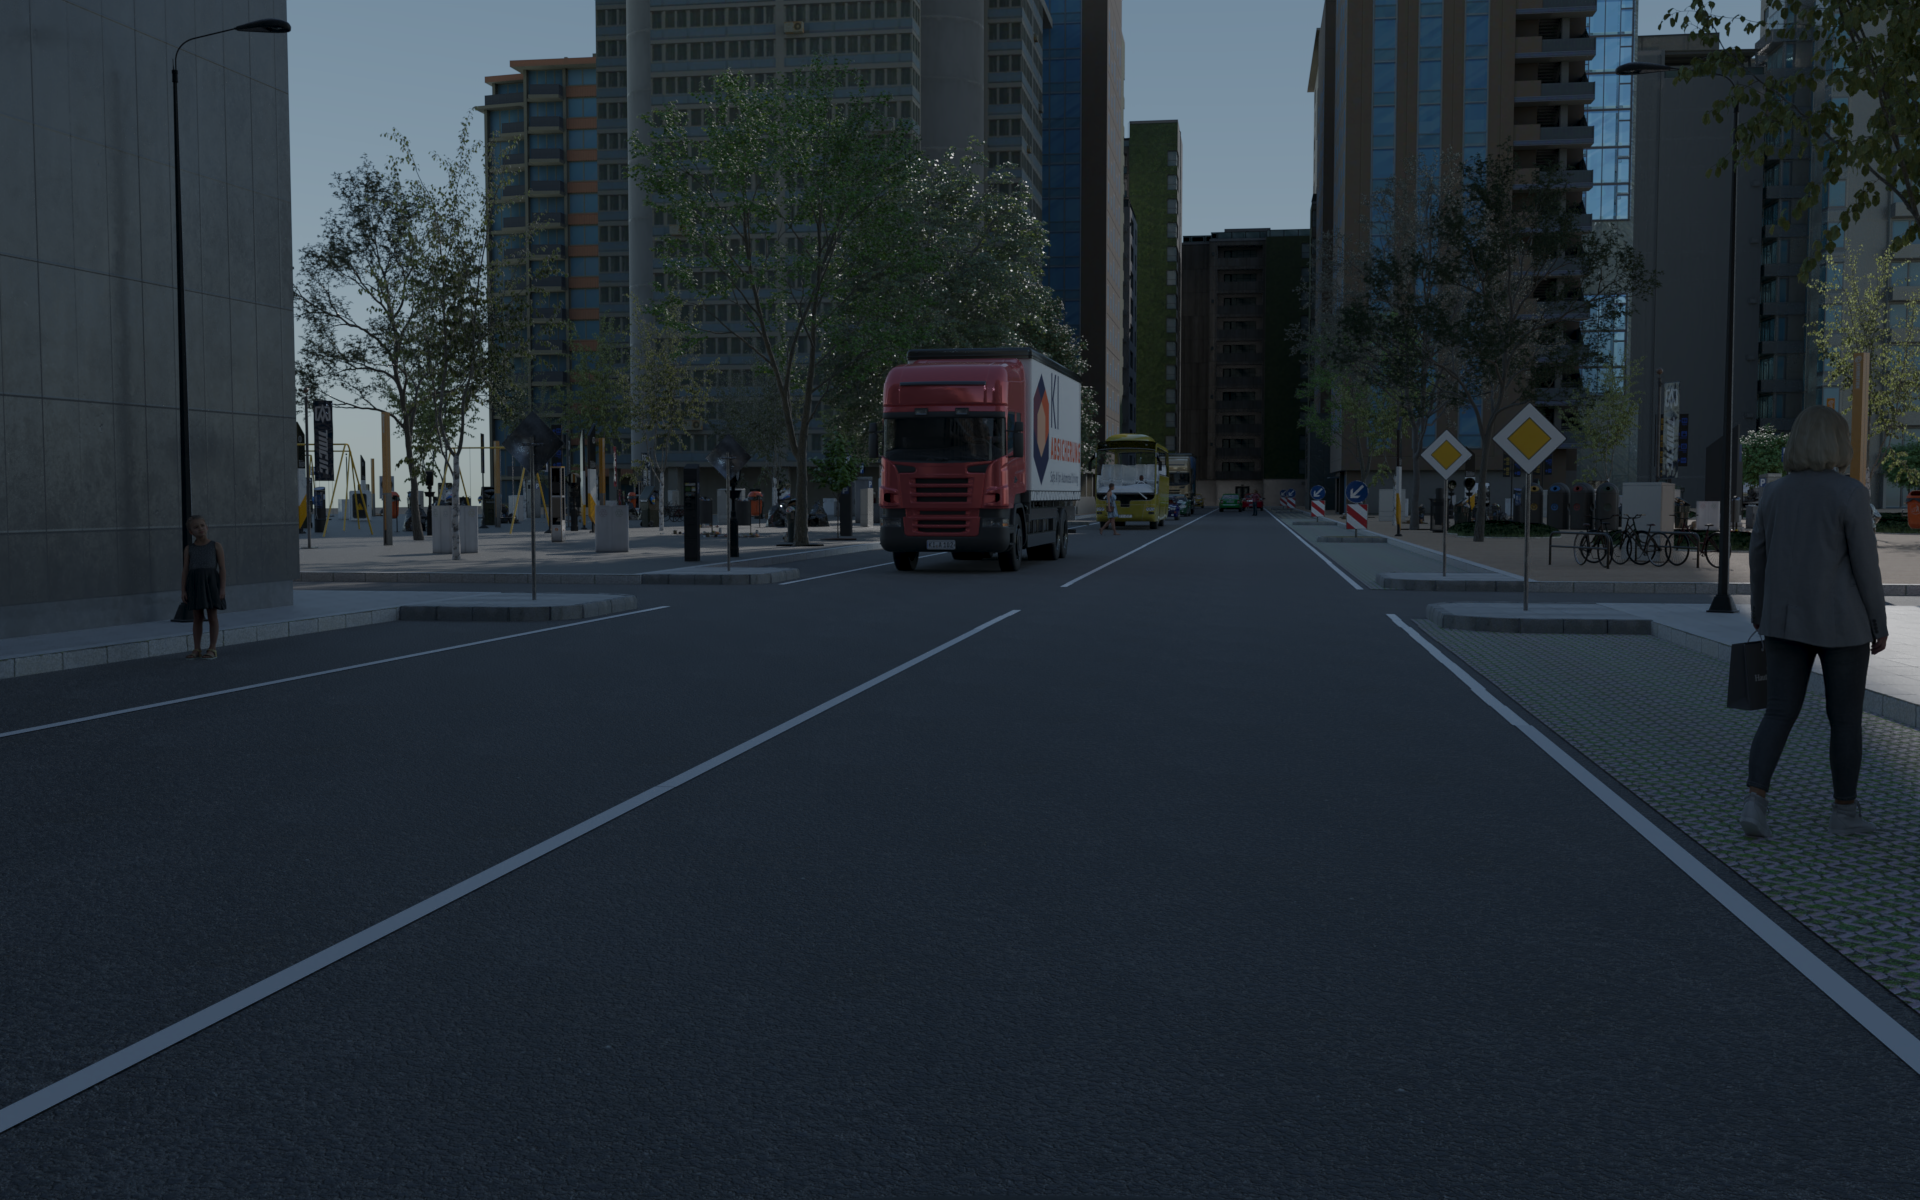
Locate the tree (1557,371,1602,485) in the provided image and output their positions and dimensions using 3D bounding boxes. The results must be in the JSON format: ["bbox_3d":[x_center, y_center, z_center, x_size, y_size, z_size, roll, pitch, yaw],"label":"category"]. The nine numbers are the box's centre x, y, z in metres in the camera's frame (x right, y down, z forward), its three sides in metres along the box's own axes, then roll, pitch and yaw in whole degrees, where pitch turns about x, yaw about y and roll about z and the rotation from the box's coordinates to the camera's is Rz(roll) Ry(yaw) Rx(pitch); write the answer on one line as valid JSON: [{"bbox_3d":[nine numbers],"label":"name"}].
[{"bbox_3d":[31.913,-8.270,85.574,4.737,8.622,4.395,0,3,0],"label":"tree"}]

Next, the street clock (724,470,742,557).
[{"bbox_3d":[-4.613,-1.876,35.238,0.358,2.002,0.471,0,4,6],"label":"street clock"}]

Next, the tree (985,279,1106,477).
[{"bbox_3d":[3.345,-10.656,91.240,9.611,12.733,9.660,0,3,0],"label":"tree"}]

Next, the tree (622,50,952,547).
[{"bbox_3d":[-4.003,-7.115,42.079,9.928,11.665,9.643,0,3,0],"label":"tree"}]

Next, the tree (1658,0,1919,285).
[{"bbox_3d":[7.153,-3.774,12.063,4.737,8.622,4.395,0,3,0],"label":"tree"}]

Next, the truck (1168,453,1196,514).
[{"bbox_3d":[15.137,-8.109,121.501,2.839,4.237,11.283,1,4,10],"label":"truck"}]

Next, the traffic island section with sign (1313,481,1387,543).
[{"bbox_3d":[11.653,-2.626,51.564,1.989,1.847,2.006,1,4,9],"label":"traffic island section with sign"}]

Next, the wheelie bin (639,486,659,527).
[{"bbox_3d":[-12.066,-3.643,67.475,0.693,1.594,0.980,-3,5,-45],"label":"wheelie bin"}]

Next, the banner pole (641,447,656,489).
[{"bbox_3d":[-16.653,-6.255,92.278,0.401,3.779,0.863,3,5,40],"label":"banner pole"}]

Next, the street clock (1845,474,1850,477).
[{"bbox_3d":[31.566,-3.479,61.459,0.471,2.002,0.358,-2,4,-33],"label":"street clock"}]

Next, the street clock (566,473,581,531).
[{"bbox_3d":[-13.358,-3.387,59.948,0.471,2.002,0.358,2,4,29],"label":"street clock"}]

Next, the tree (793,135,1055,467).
[{"bbox_3d":[-1.262,-9.516,62.244,9.857,13.997,8.962,0,3,0],"label":"tree"}]

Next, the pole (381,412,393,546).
[{"bbox_3d":[-14.290,-3.017,43.176,0.158,3.312,0.155,0,3,0],"label":"pole"}]

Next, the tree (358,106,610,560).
[{"bbox_3d":[-9.793,-5.106,33.840,4.360,8.622,3.978,0,3,0],"label":"tree"}]

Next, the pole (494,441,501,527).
[{"bbox_3d":[-17.797,-4.450,66.595,0.158,3.312,0.155,0,3,0],"label":"pole"}]

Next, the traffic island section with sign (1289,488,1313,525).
[{"bbox_3d":[16.286,-4.334,79.492,1.989,1.847,2.006,1,4,9],"label":"traffic island section with sign"}]

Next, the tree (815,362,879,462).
[{"bbox_3d":[-5.755,-8.589,90.796,4.737,8.622,4.395,0,3,0],"label":"tree"}]

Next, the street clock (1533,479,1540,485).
[{"bbox_3d":[26.985,-4.681,81.106,0.358,2.002,0.471,2,4,30],"label":"street clock"}]

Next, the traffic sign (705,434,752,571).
[{"bbox_3d":[-3.850,-1.539,28.800,0.795,2.450,0.064,1,4,9],"label":"traffic sign"}]

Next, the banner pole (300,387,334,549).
[{"bbox_3d":[-15.127,-3.104,40.768,0.863,3.779,0.401,0,4,1],"label":"banner pole"}]

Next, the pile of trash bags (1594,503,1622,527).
[{"bbox_3d":[25.629,-3.548,67.761,3.447,1.369,1.912,-2,4,-32],"label":"pile of trash bags"}]

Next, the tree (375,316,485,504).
[{"bbox_3d":[-20.305,-7.145,67.190,4.737,8.622,4.395,0,3,0],"label":"tree"}]

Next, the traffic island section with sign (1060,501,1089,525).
[{"bbox_3d":[4.943,-4.365,79.998,1.989,1.847,2.006,1,4,9],"label":"traffic island section with sign"}]

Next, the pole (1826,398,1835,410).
[{"bbox_3d":[18.529,-2.637,36.951,0.158,3.312,0.155,0,3,0],"label":"pole"}]

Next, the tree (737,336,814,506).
[{"bbox_3d":[-8.674,-7.825,78.298,4.360,8.622,3.978,0,3,0],"label":"tree"}]

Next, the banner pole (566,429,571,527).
[{"bbox_3d":[-15.122,-4.706,66.959,0.401,3.779,0.863,0,4,-4],"label":"banner pole"}]

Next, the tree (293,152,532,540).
[{"bbox_3d":[-15.391,-6.941,47.897,7.601,10.594,8.767,0,4,7],"label":"tree"}]

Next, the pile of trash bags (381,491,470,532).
[{"bbox_3d":[-18.455,-3.051,59.638,1.912,1.369,3.447,2,4,30],"label":"pile of trash bags"}]

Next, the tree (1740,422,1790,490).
[{"bbox_3d":[36.966,-5.860,79.530,4.285,4.588,4.351,0,3,0],"label":"tree"}]

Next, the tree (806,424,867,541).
[{"bbox_3d":[-3.535,-3.278,48.203,1.663,3.219,1.824,0,3,0],"label":"tree"}]

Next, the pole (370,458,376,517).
[{"bbox_3d":[-33.551,-6.431,98.989,0.158,3.312,0.155,0,3,0],"label":"pole"}]

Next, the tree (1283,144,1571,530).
[{"bbox_3d":[16.258,-9.224,61.185,12.009,13.543,11.850,0,3,0],"label":"tree"}]

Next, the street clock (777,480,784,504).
[{"bbox_3d":[-9.365,-5.191,89.442,0.471,2.002,0.358,2,4,27],"label":"street clock"}]

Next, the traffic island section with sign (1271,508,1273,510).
[{"bbox_3d":[28.717,-8.916,154.404,1.989,1.847,2.006,1,4,9],"label":"traffic island section with sign"}]

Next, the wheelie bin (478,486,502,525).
[{"bbox_3d":[-19.397,-3.891,71.528,0.980,1.594,0.693,-2,4,-23],"label":"wheelie bin"}]

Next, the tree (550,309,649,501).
[{"bbox_3d":[-14.634,-7.304,69.786,4.737,8.622,4.395,0,3,0],"label":"tree"}]

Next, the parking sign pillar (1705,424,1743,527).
[{"bbox_3d":[29.817,-4.840,67.612,1.447,3.967,1.447,-3,4,-37],"label":"parking sign pillar"}]

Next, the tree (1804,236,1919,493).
[{"bbox_3d":[26.242,-6.061,49.463,4.360,8.622,3.978,0,3,0],"label":"tree"}]

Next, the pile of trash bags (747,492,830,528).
[{"bbox_3d":[-6.838,-3.523,67.352,1.912,1.369,3.447,3,5,44],"label":"pile of trash bags"}]

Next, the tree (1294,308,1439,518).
[{"bbox_3d":[21.957,-10.264,93.578,9.928,11.665,9.643,0,3,0],"label":"tree"}]

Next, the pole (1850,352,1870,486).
[{"bbox_3d":[13.006,-1.911,25.080,0.158,3.312,0.155,0,3,0],"label":"pole"}]

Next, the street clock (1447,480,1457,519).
[{"bbox_3d":[25.289,-5.174,89.159,0.471,2.002,0.358,-1,4,-17],"label":"street clock"}]

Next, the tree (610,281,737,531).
[{"bbox_3d":[-10.423,-6.740,60.556,4.360,8.622,3.978,0,3,0],"label":"tree"}]

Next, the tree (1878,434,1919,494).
[{"bbox_3d":[51.395,-6.718,93.560,4.285,4.588,4.351,0,3,0],"label":"tree"}]

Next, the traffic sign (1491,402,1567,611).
[{"bbox_3d":[6.230,-0.941,19.020,0.795,2.450,0.064,1,4,9],"label":"traffic sign"}]

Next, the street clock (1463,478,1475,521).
[{"bbox_3d":[22.309,-4.362,75.888,0.471,2.002,0.358,0,4,3],"label":"street clock"}]

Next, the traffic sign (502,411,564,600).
[{"bbox_3d":[-5.156,-1.057,20.922,0.795,2.450,0.064,1,4,9],"label":"traffic sign"}]

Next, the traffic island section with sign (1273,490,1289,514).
[{"bbox_3d":[24.242,-7.267,127.444,1.989,1.847,2.006,1,4,9],"label":"traffic island section with sign"}]

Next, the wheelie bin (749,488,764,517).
[{"bbox_3d":[-11.551,-5.500,97.830,0.980,1.594,0.693,1,4,12],"label":"wheelie bin"}]

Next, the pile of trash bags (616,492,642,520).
[{"bbox_3d":[-16.300,-4.706,86.703,1.912,1.369,3.447,-1,4,-17],"label":"pile of trash bags"}]

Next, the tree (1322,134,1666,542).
[{"bbox_3d":[13.889,-6.826,46.014,8.767,10.594,7.601,1,4,11],"label":"tree"}]

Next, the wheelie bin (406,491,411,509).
[{"bbox_3d":[-33.805,-6.061,107.011,0.693,1.594,0.980,-2,4,-35],"label":"wheelie bin"}]

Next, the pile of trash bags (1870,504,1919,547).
[{"bbox_3d":[22.320,-2.028,42.908,1.912,1.369,3.447,-3,4,-36],"label":"pile of trash bags"}]

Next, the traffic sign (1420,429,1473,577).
[{"bbox_3d":[7.536,-1.422,26.898,0.795,2.450,0.064,1,4,9],"label":"traffic sign"}]

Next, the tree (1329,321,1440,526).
[{"bbox_3d":[17.507,-7.349,70.521,4.737,8.622,4.395,0,3,0],"label":"tree"}]

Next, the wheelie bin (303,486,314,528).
[{"bbox_3d":[-24.710,-3.491,64.980,0.980,1.594,0.693,-2,4,-28],"label":"wheelie bin"}]

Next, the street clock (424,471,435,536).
[{"bbox_3d":[-16.361,-2.989,53.444,0.358,2.002,0.471,-1,4,-12],"label":"street clock"}]

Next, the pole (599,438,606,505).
[{"bbox_3d":[-13.016,-4.231,63.024,0.158,3.312,0.155,0,3,0],"label":"pole"}]

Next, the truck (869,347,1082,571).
[{"bbox_3d":[0.601,-2.855,35.597,2.839,4.237,11.283,1,4,11],"label":"truck"}]
